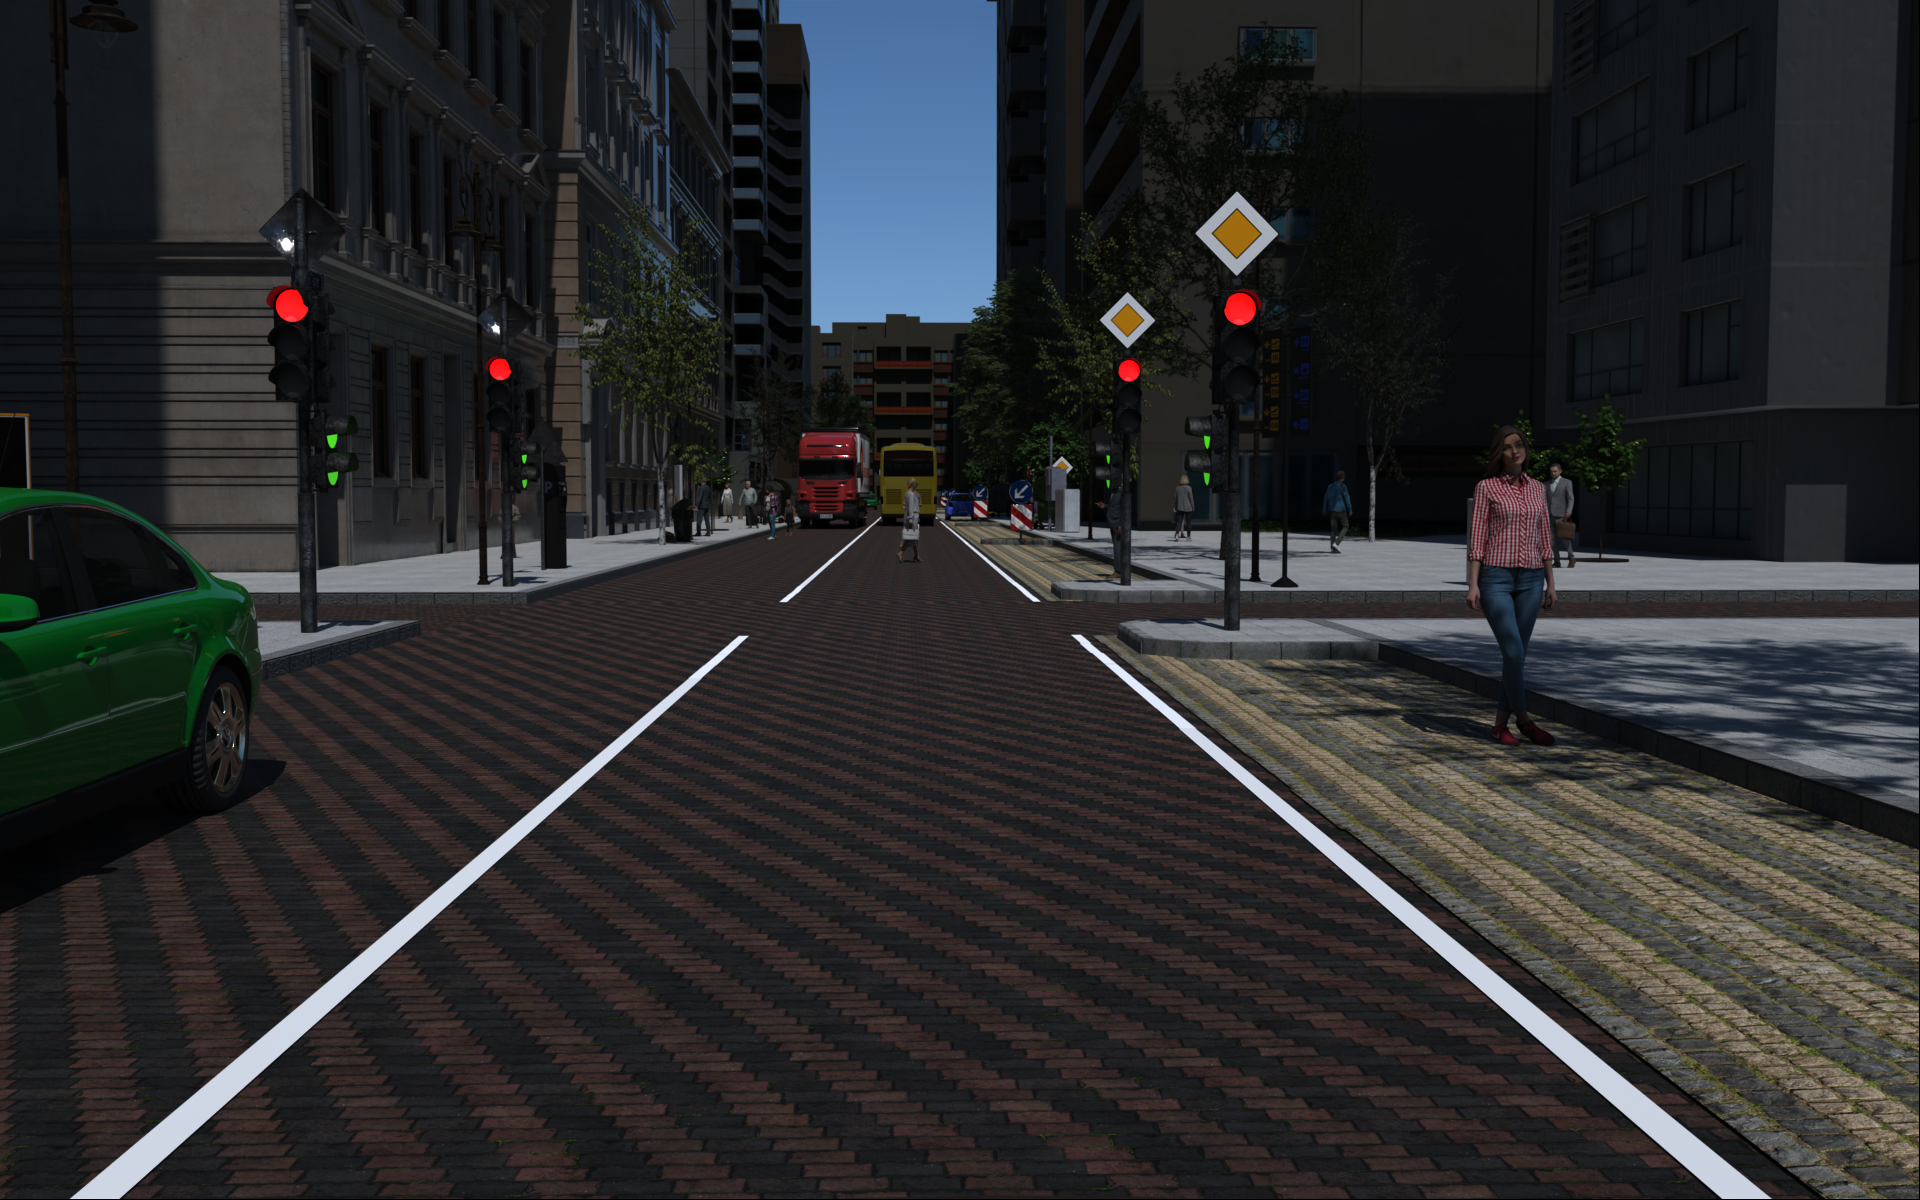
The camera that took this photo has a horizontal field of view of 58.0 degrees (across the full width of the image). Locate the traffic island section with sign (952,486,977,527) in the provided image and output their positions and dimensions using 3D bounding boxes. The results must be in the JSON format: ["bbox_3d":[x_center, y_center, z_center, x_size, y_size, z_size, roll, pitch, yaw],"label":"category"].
[{"bbox_3d":[0.771,-4.177,76.928,1.989,1.847,2.006,0,4,-2],"label":"traffic island section with sign"}]

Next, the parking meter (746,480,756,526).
[{"bbox_3d":[-8.466,-3.937,70.075,0.399,1.863,0.255,-3,5,-40],"label":"parking meter"}]

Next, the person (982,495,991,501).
[{"bbox_3d":[2.068,-8.901,151.209,1.348,1.869,0.705,3,4,36],"label":"person"}]

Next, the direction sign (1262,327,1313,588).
[{"bbox_3d":[4.487,-1.947,23.837,0.379,3.537,0.876,-3,4,-37],"label":"direction sign"}]

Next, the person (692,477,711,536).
[{"bbox_3d":[-7.865,-2.837,52.609,0.590,1.801,0.661,2,4,25],"label":"person"}]

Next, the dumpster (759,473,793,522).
[{"bbox_3d":[-8.419,-4.684,79.074,1.502,2.255,1.985,0,4,-2],"label":"dumpster"}]

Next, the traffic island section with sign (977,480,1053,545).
[{"bbox_3d":[1.595,-2.498,49.470,1.989,1.847,2.006,0,4,-2],"label":"traffic island section with sign"}]

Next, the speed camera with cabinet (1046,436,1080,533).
[{"bbox_3d":[3.457,-3.912,58.299,0.660,3.252,2.038,-1,4,-15],"label":"speed camera with cabinet"}]

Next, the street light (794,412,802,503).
[{"bbox_3d":[-8.848,-7.506,95.503,0.468,5.910,1.993,0,4,-2],"label":"street light"}]

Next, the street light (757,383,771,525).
[{"bbox_3d":[-8.128,-6.062,71.900,0.468,5.910,1.993,0,4,-2],"label":"street light"}]

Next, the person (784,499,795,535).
[{"bbox_3d":[-5.907,-2.866,60.022,0.362,1.253,0.373,1,4,19],"label":"person"}]

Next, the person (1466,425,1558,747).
[{"bbox_3d":[3.119,-0.081,9.841,0.555,1.821,0.388,-1,4,-21],"label":"person"}]

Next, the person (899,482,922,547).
[{"bbox_3d":[-1.329,-2.305,46.531,0.599,1.781,0.374,0,4,1],"label":"person"}]

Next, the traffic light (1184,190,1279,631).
[{"bbox_3d":[2.544,-1.669,16.202,0.839,4.253,0.868,0,4,-2],"label":"traffic light"}]

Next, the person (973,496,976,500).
[{"bbox_3d":[1.143,-7.714,135.420,1.065,1.426,0.557,2,4,35],"label":"person"}]

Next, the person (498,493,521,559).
[{"bbox_3d":[-8.978,-1.480,34.521,0.475,1.303,0.640,0,4,0],"label":"person"}]

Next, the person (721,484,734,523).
[{"bbox_3d":[-10.414,-4.379,77.868,0.478,1.798,0.641,3,5,40],"label":"person"}]

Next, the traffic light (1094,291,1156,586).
[{"bbox_3d":[2.304,-2.157,24.184,0.839,4.253,0.868,0,4,-2],"label":"traffic light"}]

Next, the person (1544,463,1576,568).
[{"bbox_3d":[10.375,-1.462,30.065,0.853,1.813,0.709,-3,5,-45],"label":"person"}]

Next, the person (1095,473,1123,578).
[{"bbox_3d":[2.624,-1.271,29.461,0.590,1.801,0.661,-1,4,-14],"label":"person"}]

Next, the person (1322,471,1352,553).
[{"bbox_3d":[8.126,-1.892,37.321,0.444,1.785,0.601,-3,5,-40],"label":"person"}]

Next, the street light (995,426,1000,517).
[{"bbox_3d":[2.176,-7.619,97.350,0.468,5.910,1.993,0,4,-2],"label":"street light"}]

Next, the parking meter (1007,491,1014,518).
[{"bbox_3d":[2.734,-5.238,94.046,0.372,1.533,0.369,0,3,0],"label":"parking meter"}]

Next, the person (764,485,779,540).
[{"bbox_3d":[-5.929,-2.767,54.584,0.563,1.720,0.643,3,5,41],"label":"person"}]

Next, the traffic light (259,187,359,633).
[{"bbox_3d":[-6.013,-1.652,15.931,0.839,4.253,0.868,0,4,-2],"label":"traffic light"}]

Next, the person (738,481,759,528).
[{"bbox_3d":[-7.924,-3.553,64.619,0.782,1.767,0.515,1,4,8],"label":"person"}]

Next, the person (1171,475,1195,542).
[{"bbox_3d":[5.981,-2.482,46.803,0.709,1.800,0.728,3,4,36],"label":"person"}]

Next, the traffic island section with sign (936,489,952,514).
[{"bbox_3d":[-0.714,-7.198,126.313,1.989,1.847,2.006,0,4,-2],"label":"traffic island section with sign"}]

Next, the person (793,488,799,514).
[{"bbox_3d":[-10.596,-6.477,112.738,0.742,1.727,0.445,-3,5,-44],"label":"person"}]

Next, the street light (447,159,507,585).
[{"bbox_3d":[-6.753,-3.155,24.377,0.468,5.910,1.993,0,4,-2],"label":"street light"}]

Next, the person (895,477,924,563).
[{"bbox_3d":[-1.055,-1.674,36.229,0.624,1.780,0.694,0,4,-3],"label":"person"}]

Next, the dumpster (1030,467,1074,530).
[{"bbox_3d":[3.300,-3.677,62.619,1.502,2.255,1.985,0,4,-2],"label":"dumpster"}]

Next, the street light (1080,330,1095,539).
[{"bbox_3d":[3.694,-4.658,48.949,0.468,5.910,1.993,0,4,-2],"label":"street light"}]

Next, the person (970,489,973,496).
[{"bbox_3d":[0.815,-8.271,142.002,0.721,1.735,1.217,-1,4,-13],"label":"person"}]

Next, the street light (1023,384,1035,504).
[{"bbox_3d":[2.917,-6.127,72.964,0.468,5.910,1.993,0,4,-2],"label":"street light"}]

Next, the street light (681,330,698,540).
[{"bbox_3d":[-7.543,-4.618,48.292,0.468,5.910,1.993,0,4,-2],"label":"street light"}]

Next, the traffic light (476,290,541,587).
[{"bbox_3d":[-6.253,-2.140,23.912,0.839,4.253,0.868,0,4,-2],"label":"traffic light"}]

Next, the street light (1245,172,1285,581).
[{"bbox_3d":[4.349,-3.214,25.343,0.468,5.910,1.993,0,4,-2],"label":"street light"}]

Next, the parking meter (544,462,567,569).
[{"bbox_3d":[-6.974,-1.471,29.760,0.399,1.863,0.255,2,4,25],"label":"parking meter"}]

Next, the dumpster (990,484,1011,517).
[{"bbox_3d":[2.310,-5.488,95.488,1.264,1.857,1.865,0,4,-2],"label":"dumpster"}]

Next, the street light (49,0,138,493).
[{"bbox_3d":[-6.412,-2.424,12.420,0.468,5.910,1.993,0,4,-2],"label":"street light"}]

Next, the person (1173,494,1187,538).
[{"bbox_3d":[6.404,-2.450,50.375,0.394,1.301,0.425,2,4,31],"label":"person"}]

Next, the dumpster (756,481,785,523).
[{"bbox_3d":[-8.366,-4.303,76.113,1.264,1.857,1.865,0,4,-2],"label":"dumpster"}]

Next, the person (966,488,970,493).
[{"bbox_3d":[0.827,-9.234,156.953,1.348,1.831,0.705,-2,4,-27],"label":"person"}]
